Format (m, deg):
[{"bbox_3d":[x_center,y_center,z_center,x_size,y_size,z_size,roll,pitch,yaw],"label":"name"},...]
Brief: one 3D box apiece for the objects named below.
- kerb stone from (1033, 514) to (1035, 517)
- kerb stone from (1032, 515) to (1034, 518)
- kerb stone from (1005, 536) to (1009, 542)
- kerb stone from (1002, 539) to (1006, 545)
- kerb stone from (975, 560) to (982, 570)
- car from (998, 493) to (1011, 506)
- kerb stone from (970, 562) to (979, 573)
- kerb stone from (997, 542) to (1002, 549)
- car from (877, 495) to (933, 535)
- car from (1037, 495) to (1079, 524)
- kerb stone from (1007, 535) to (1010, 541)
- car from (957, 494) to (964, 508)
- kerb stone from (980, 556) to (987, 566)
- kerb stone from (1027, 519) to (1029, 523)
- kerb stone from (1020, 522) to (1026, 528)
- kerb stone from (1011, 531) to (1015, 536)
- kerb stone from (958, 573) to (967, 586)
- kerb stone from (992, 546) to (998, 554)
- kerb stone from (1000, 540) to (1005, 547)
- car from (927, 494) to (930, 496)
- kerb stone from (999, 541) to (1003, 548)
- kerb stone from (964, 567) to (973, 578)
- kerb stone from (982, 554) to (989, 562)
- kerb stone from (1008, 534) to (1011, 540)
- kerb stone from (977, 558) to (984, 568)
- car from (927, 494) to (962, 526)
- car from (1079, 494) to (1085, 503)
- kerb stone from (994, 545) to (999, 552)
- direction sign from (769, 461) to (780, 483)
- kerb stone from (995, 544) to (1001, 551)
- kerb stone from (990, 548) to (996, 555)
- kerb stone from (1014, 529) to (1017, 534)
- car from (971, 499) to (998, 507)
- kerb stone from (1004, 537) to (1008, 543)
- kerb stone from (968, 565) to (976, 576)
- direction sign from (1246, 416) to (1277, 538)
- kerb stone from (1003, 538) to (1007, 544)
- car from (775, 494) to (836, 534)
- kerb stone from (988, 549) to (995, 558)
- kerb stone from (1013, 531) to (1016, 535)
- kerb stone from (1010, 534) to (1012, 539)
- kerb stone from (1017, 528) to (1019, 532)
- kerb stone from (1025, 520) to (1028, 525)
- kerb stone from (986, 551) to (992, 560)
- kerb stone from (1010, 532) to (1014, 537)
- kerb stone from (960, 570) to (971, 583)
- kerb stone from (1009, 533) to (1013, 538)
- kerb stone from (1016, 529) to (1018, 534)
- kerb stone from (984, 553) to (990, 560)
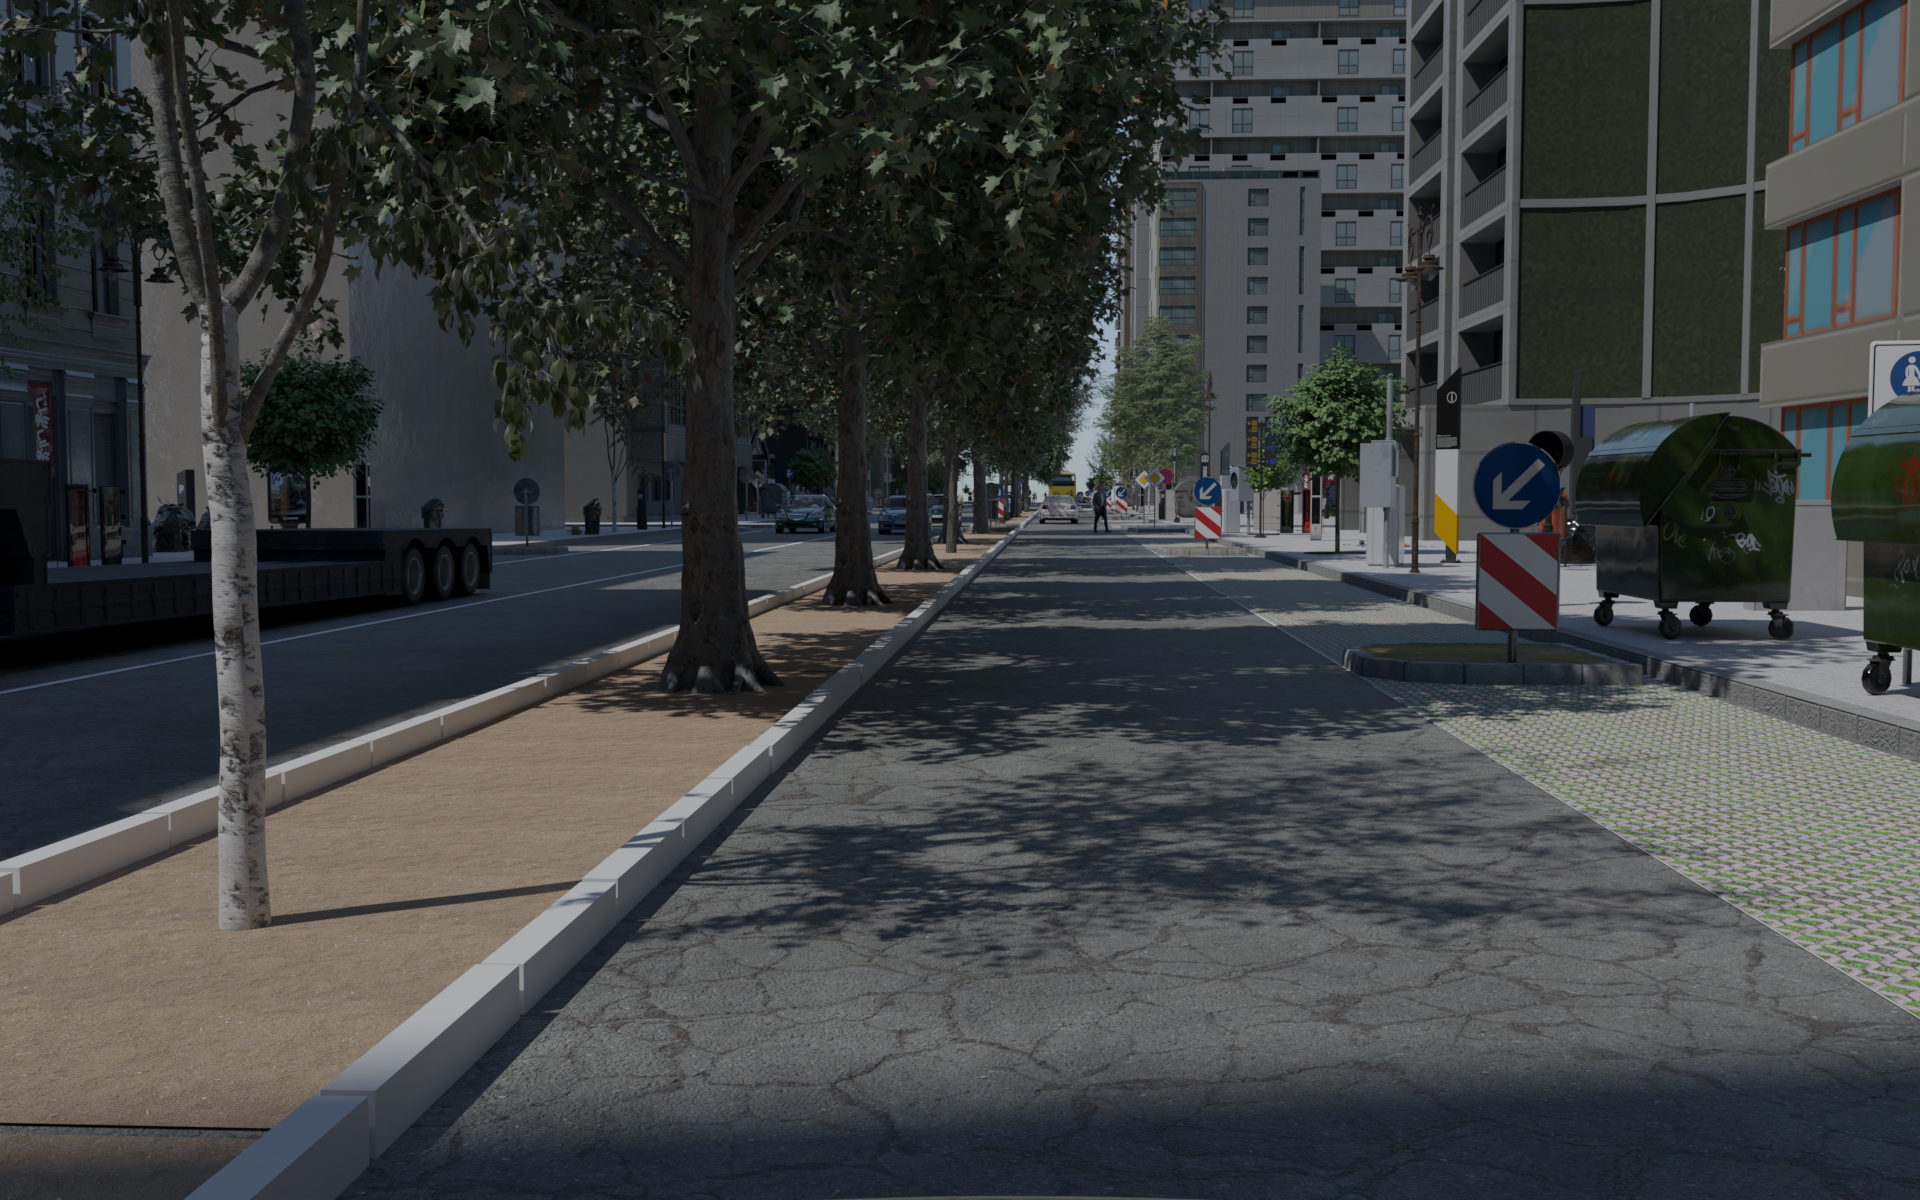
[{"bbox_3d":[4.062,-4.696,98.976,0.120,0.150,1.000,0,4,3],"label":"kerb stone"},{"bbox_3d":[3.889,-4.508,95.907,0.120,0.150,1.000,0,4,3],"label":"kerb stone"},{"bbox_3d":[1.258,-1.660,49.330,0.120,0.150,1.000,0,4,3],"label":"kerb stone"},{"bbox_3d":[1.089,-1.471,46.250,0.120,0.150,1.000,0,4,3],"label":"kerb stone"},{"bbox_3d":[0.269,-0.594,31.905,0.120,0.150,1.000,0,4,3],"label":"kerb stone"},{"bbox_3d":[4.738,-10.459,180.593,1.945,1.707,3.694,0,4,5],"label":"car"},{"bbox_3d":[0.208,-0.531,30.880,0.120,0.150,1.000,0,4,3],"label":"kerb stone"},{"bbox_3d":[0.912,-1.283,43.168,0.120,0.150,1.000,0,4,3],"label":"kerb stone"},{"bbox_3d":[-1.963,-3.104,62.746,2.014,1.417,4.499,0,4,2],"label":"car"},{"bbox_3d":[4.792,-4.411,84.487,2.083,1.381,4.827,0,4,2],"label":"car"},{"bbox_3d":[1.311,-1.722,50.354,0.120,0.150,1.000,0,4,3],"label":"kerb stone"},{"bbox_3d":[-0.530,-9.857,171.393,2.015,1.641,3.980,0,4,3],"label":"car"},{"bbox_3d":[0.390,-0.719,33.950,0.120,0.150,1.000,0,4,3],"label":"kerb stone"},{"bbox_3d":[3.015,-3.570,80.570,0.120,0.150,1.000,0,4,3],"label":"kerb stone"},{"bbox_3d":[2.616,-3.132,73.411,0.120,0.150,1.000,0,4,3],"label":"kerb stone"},{"bbox_3d":[1.607,-2.029,55.473,0.120,0.150,1.000,0,4,3],"label":"kerb stone"},{"bbox_3d":[-0.017,-0.278,26.766,0.120,0.150,1.000,0,4,3],"label":"kerb stone"},{"bbox_3d":[0.739,-1.091,40.084,0.120,0.150,1.000,0,4,3],"label":"kerb stone"},{"bbox_3d":[1.029,-1.408,45.223,0.120,0.150,1.000,0,4,3],"label":"kerb stone"},{"bbox_3d":[-3.367,-9.600,165.748,1.959,1.807,4.718,0,4,4],"label":"car"},{"bbox_3d":[0.968,-1.346,44.203,0.120,0.150,1.000,0,4,3],"label":"kerb stone"},{"bbox_3d":[0.094,-0.404,28.828,0.120,0.150,1.000,0,4,3],"label":"kerb stone"},{"bbox_3d":[0.449,-0.775,34.971,0.120,0.150,1.000,0,4,3],"label":"kerb stone"},{"bbox_3d":[1.376,-1.785,51.377,0.120,0.150,1.000,0,4,3],"label":"kerb stone"},{"bbox_3d":[0.331,-0.653,32.930,0.120,0.150,1.000,0,4,3],"label":"kerb stone"},{"bbox_3d":[-0.875,-4.056,76.097,2.009,1.686,4.222,0,4,5],"label":"car"},{"bbox_3d":[19.052,-16.164,274.503,2.015,1.641,3.980,0,4,2],"label":"car"},{"bbox_3d":[0.792,-1.157,41.116,0.120,0.150,1.000,0,4,3],"label":"kerb stone"},{"bbox_3d":[-12.825,-7.791,119.378,0.876,3.537,0.379,0,4,8],"label":"direction sign"},{"bbox_3d":[0.855,-1.220,42.144,0.120,0.150,1.000,0,4,3],"label":"kerb stone"},{"bbox_3d":[0.680,-1.032,39.064,0.120,0.150,1.000,0,4,3],"label":"kerb stone"},{"bbox_3d":[1.778,-2.223,58.535,0.120,0.150,1.000,0,4,3],"label":"kerb stone"},{"bbox_3d":[1.906,-7.444,131.498,2.009,1.686,4.222,0,4,4],"label":"car"},{"bbox_3d":[1.198,-1.595,48.303,0.120,0.150,1.000,0,4,3],"label":"kerb stone"},{"bbox_3d":[0.157,-0.468,29.848,0.120,0.150,1.000,0,4,3],"label":"kerb stone"},{"bbox_3d":[8.796,-3.585,50.619,0.876,3.537,0.379,0,4,7],"label":"direction sign"},{"bbox_3d":[1.144,-1.530,47.271,0.120,0.150,1.000,0,4,3],"label":"kerb stone"},{"bbox_3d":[-5.684,-3.218,64.404,2.131,1.459,4.920,0,4,4],"label":"car"},{"bbox_3d":[0.625,-0.965,38.042,0.120,0.150,1.000,0,4,3],"label":"kerb stone"},{"bbox_3d":[1.662,-2.096,56.494,0.120,0.150,1.000,0,4,3],"label":"kerb stone"},{"bbox_3d":[1.431,-1.848,52.405,0.120,0.150,1.000,0,4,3],"label":"kerb stone"},{"bbox_3d":[1.952,-2.411,61.612,0.120,0.150,1.000,0,4,3],"label":"kerb stone"},{"bbox_3d":[2.901,-3.445,78.529,0.120,0.150,1.000,0,4,3],"label":"kerb stone"},{"bbox_3d":[0.554,-0.905,37.022,0.120,0.150,1.000,0,4,3],"label":"kerb stone"},{"bbox_3d":[1.547,-1.973,54.446,0.120,0.150,1.000,0,4,3],"label":"kerb stone"},{"bbox_3d":[0.050,-0.338,27.792,0.120,0.150,1.000,0,4,3],"label":"kerb stone"},{"bbox_3d":[1.493,-1.910,53.425,0.120,0.150,1.000,0,4,3],"label":"kerb stone"},{"bbox_3d":[1.830,-2.285,59.560,0.120,0.150,1.000,0,4,3],"label":"kerb stone"},{"bbox_3d":[0.500,-0.843,35.992,0.120,0.150,1.000,0,4,3],"label":"kerb stone"}]
